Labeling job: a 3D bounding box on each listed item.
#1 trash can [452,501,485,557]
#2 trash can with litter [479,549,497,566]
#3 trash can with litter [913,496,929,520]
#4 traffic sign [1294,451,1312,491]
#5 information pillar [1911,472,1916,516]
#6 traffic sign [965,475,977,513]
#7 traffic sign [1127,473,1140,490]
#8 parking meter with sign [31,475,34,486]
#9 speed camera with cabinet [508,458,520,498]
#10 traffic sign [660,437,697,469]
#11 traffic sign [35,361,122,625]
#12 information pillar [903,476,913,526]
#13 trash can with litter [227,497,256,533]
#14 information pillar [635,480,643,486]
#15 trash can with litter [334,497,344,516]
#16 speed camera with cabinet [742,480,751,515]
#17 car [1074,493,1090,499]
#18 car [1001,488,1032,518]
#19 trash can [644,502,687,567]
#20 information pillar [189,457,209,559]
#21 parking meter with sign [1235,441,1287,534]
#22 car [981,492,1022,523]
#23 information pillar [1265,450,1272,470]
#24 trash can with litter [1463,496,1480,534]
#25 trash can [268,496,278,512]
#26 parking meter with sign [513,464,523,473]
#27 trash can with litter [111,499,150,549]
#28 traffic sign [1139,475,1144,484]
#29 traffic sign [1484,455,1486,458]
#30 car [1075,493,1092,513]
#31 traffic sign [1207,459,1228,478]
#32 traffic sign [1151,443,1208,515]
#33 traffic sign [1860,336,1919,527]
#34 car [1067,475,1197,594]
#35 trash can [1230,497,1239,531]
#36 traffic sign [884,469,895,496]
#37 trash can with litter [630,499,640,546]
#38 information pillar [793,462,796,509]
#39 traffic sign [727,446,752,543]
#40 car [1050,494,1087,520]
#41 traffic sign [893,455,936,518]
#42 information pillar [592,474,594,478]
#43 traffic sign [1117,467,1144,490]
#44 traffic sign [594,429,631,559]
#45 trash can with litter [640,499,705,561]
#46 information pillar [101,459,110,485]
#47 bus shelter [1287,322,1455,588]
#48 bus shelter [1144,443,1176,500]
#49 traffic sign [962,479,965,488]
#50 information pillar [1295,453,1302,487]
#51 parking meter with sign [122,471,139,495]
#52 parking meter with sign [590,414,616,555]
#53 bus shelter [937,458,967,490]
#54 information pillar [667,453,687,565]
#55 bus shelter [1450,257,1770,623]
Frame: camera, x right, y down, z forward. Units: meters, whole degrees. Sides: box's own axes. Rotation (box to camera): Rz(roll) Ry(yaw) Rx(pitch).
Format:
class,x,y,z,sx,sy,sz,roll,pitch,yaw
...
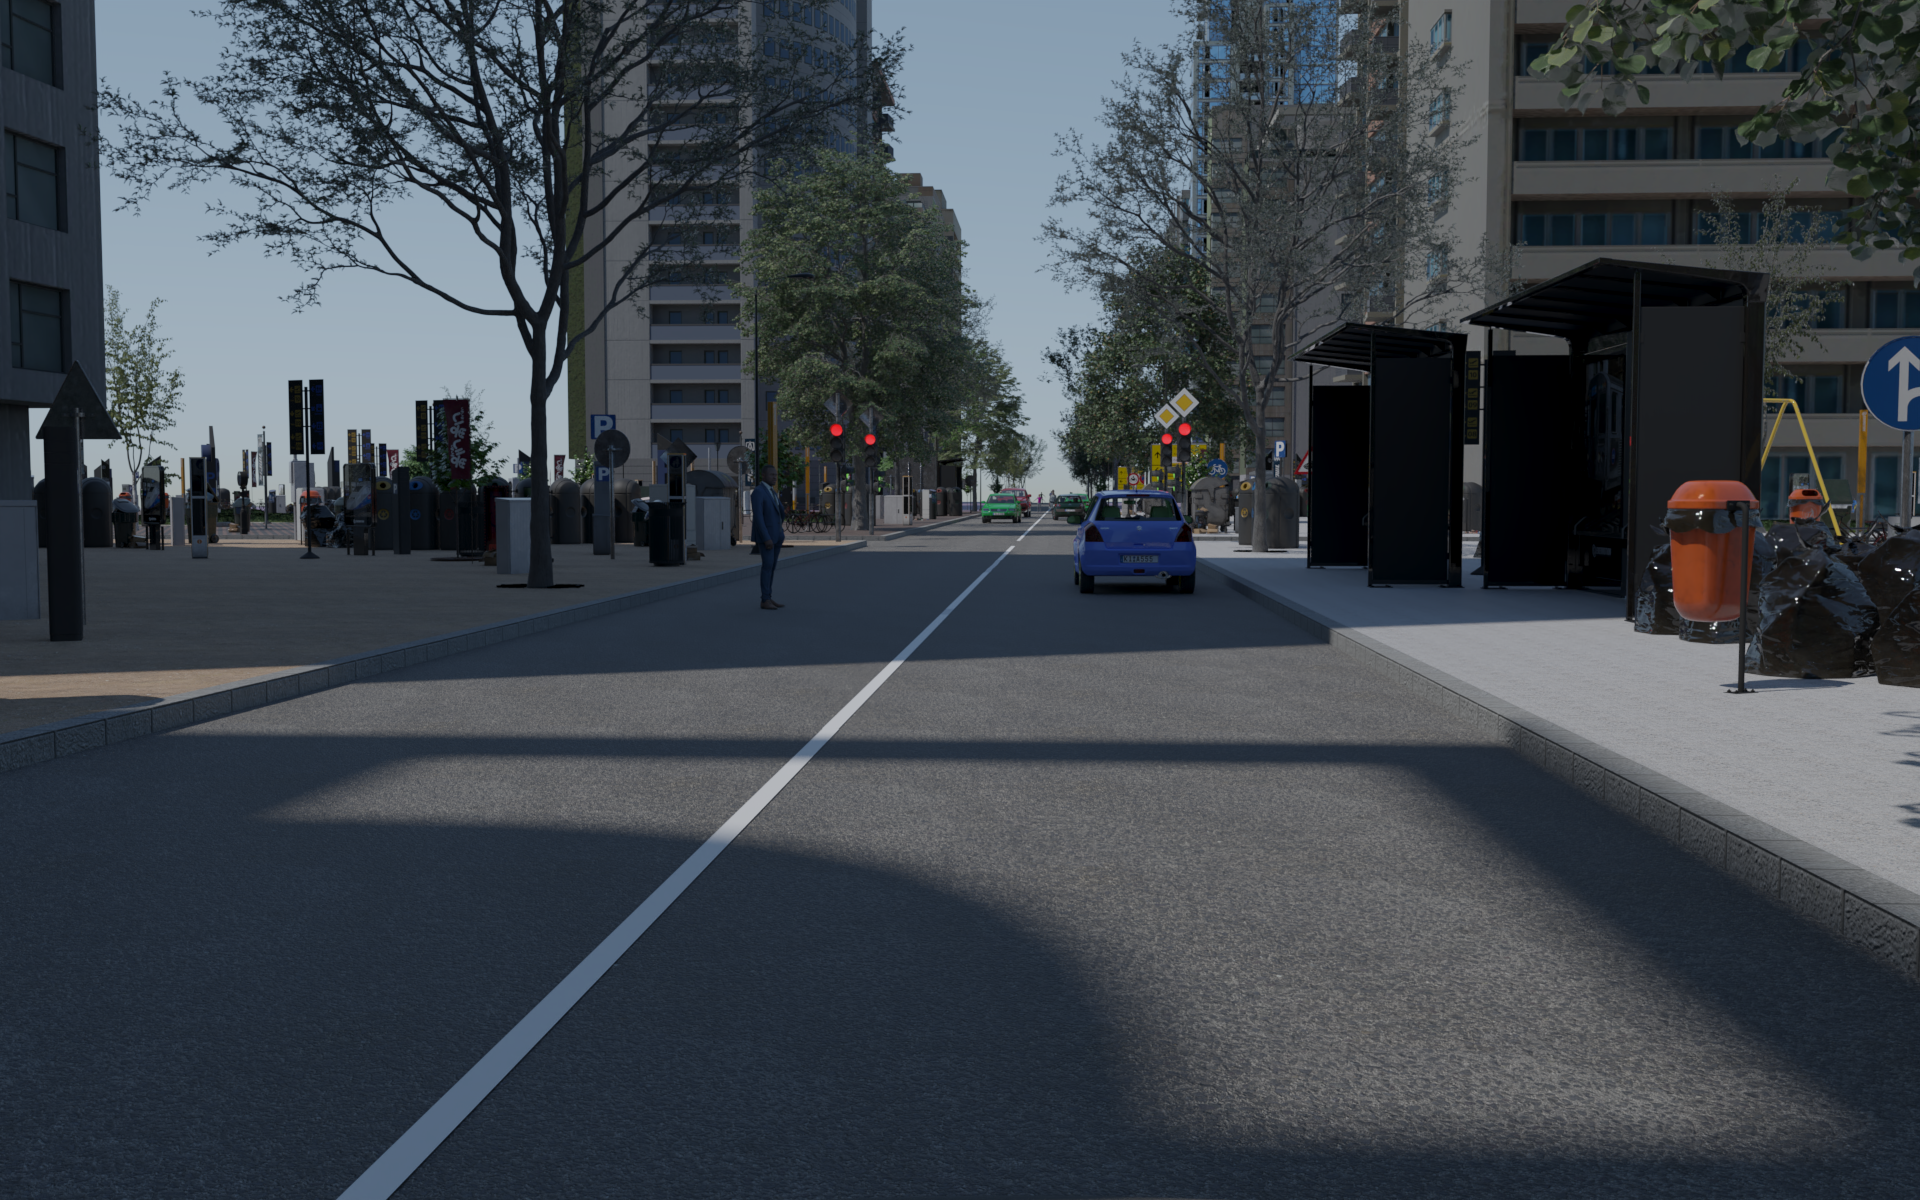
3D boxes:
class,x,y,z,sx,sy,sz,roll,pitch,yaw
trash can,-9.873,-1.428,35.007,0.748,1.137,0.748,0,3,0
trash can with litter,-8.079,-1.196,30.948,1.055,1.170,0.624,0,4,7
trash can with litter,-2.327,-4.532,85.153,1.678,1.210,2.233,-1,4,-17
traffic sign,9.382,-2.837,46.382,0.884,2.594,0.081,0,4,5
information pillar,31.324,-3.220,57.135,0.304,2.012,0.304,2,4,25
traffic sign,0.720,-7.052,115.405,0.768,2.556,0.104,0,4,6
traffic sign,10.337,-6.312,103.301,0.768,2.556,0.104,1,4,9
parking meter with sign,-37.529,-4.481,69.522,1.738,3.016,0.543,-2,4,-26
speed camera with cabinet,-24.641,-6.155,94.971,0.660,3.252,2.038,-2,4,-35
traffic sign,-5.723,-2.081,35.216,0.795,2.450,0.064,1,4,9
traffic sign,-8.601,-1.034,16.904,0.884,2.594,0.081,0,4,5
information pillar,-2.134,-4.048,70.683,0.304,2.012,0.304,2,4,27
trash can with litter,-24.115,-2.855,58.069,0.624,1.170,1.055,0,4,1
information pillar,-16.692,-5.235,90.092,0.304,2.012,0.304,-3,5,-41
trash can with litter,-23.747,-3.364,66.393,0.624,1.170,1.055,0,4,6
speed camera with cabinet,-13.413,-6.963,108.182,2.038,3.252,0.660,-3,5,-43
car,9.647,-8.144,142.198,2.155,1.783,4.494,0,4,2
car,3.318,-6.024,107.163,2.281,1.827,5.304,0,4,5
trash can,-5.216,-1.167,30.742,0.748,1.137,0.748,0,3,0
information pillar,-15.155,-1.835,34.487,0.304,2.012,0.304,-1,4,-21
parking meter with sign,9.750,-3.667,56.224,1.738,3.016,0.543,-2,4,-28
car,2.085,-4.733,86.188,1.959,1.807,4.718,0,4,5
information pillar,16.402,-6.173,92.282,0.504,3.616,0.183,-2,4,-24
trash can with litter,16.405,-2.746,55.954,1.678,1.210,2.233,-2,4,-30
trash can,-42.746,-5.862,107.491,0.748,1.137,0.748,0,3,0
parking meter with sign,-25.369,-6.370,100.408,0.543,3.016,1.738,0,4,2
trash can with litter,-19.620,-1.817,41.095,1.055,1.170,0.624,2,4,31
traffic sign,10.435,-5.930,97.055,0.768,2.556,0.104,0,4,5
traffic sign,8.230,-1.573,25.719,0.884,2.594,0.081,1,4,13
car,7.534,-6.269,111.302,1.959,1.807,4.718,0,4,4
traffic sign,9.256,-3.811,62.418,0.768,2.556,0.104,1,4,12
traffic sign,8.829,-4.646,69.838,2.265,3.308,0.079,1,4,8
traffic sign,7.672,-0.852,14.040,0.768,2.556,0.104,1,4,10
car,2.597,-1.020,26.270,1.945,1.707,3.694,0,4,2
trash can,9.375,-2.798,57.402,0.748,1.137,0.748,0,3,0
traffic sign,-3.470,-5.318,87.059,0.768,2.556,0.104,0,4,8
trash can with litter,-7.508,-1.882,42.153,1.055,1.170,0.624,2,4,31
information pillar,-9.954,-6.900,104.172,0.183,3.616,0.504,1,4,10
traffic sign,-5.761,-2.774,45.465,0.768,2.556,0.104,1,4,9
car,5.985,-5.234,95.355,2.009,1.686,4.222,0,4,2
traffic sign,-2.384,-5.948,91.129,2.265,3.308,0.079,0,4,5
information pillar,-13.170,-3.580,63.020,0.304,2.012,0.304,1,4,21
traffic sign,12.789,-8.212,128.138,2.265,3.308,0.079,0,4,6
traffic sign,-6.831,-2.072,33.987,0.768,2.556,0.104,1,4,13
trash can with litter,-5.498,-1.347,33.411,1.055,1.170,0.624,-3,5,-41
information pillar,-56.844,-7.575,115.202,0.504,3.616,0.183,-3,5,-43
bus shelter,6.302,-2.168,26.732,1.731,3.624,6.357,0,4,3
bus shelter,12.267,-7.689,103.345,2.179,5.291,8.768,0,4,3
traffic sign,0.066,-7.244,120.560,0.606,2.300,0.079,0,4,4
information pillar,19.311,-6.579,98.919,0.504,3.616,0.183,-3,5,-41
parking meter with sign,-63.997,-8.371,133.134,1.738,3.016,0.543,1,4,15
parking meter with sign,-7.658,-2.501,37.150,0.543,3.016,1.738,-1,4,-10
bus shelter,-0.551,-7.605,115.617,1.731,3.624,6.357,0,4,4
information pillar,-5.125,-1.644,31.378,0.304,2.012,0.304,0,4,-1
bus shelter,7.387,-1.773,20.271,1.731,3.624,6.357,0,4,3
